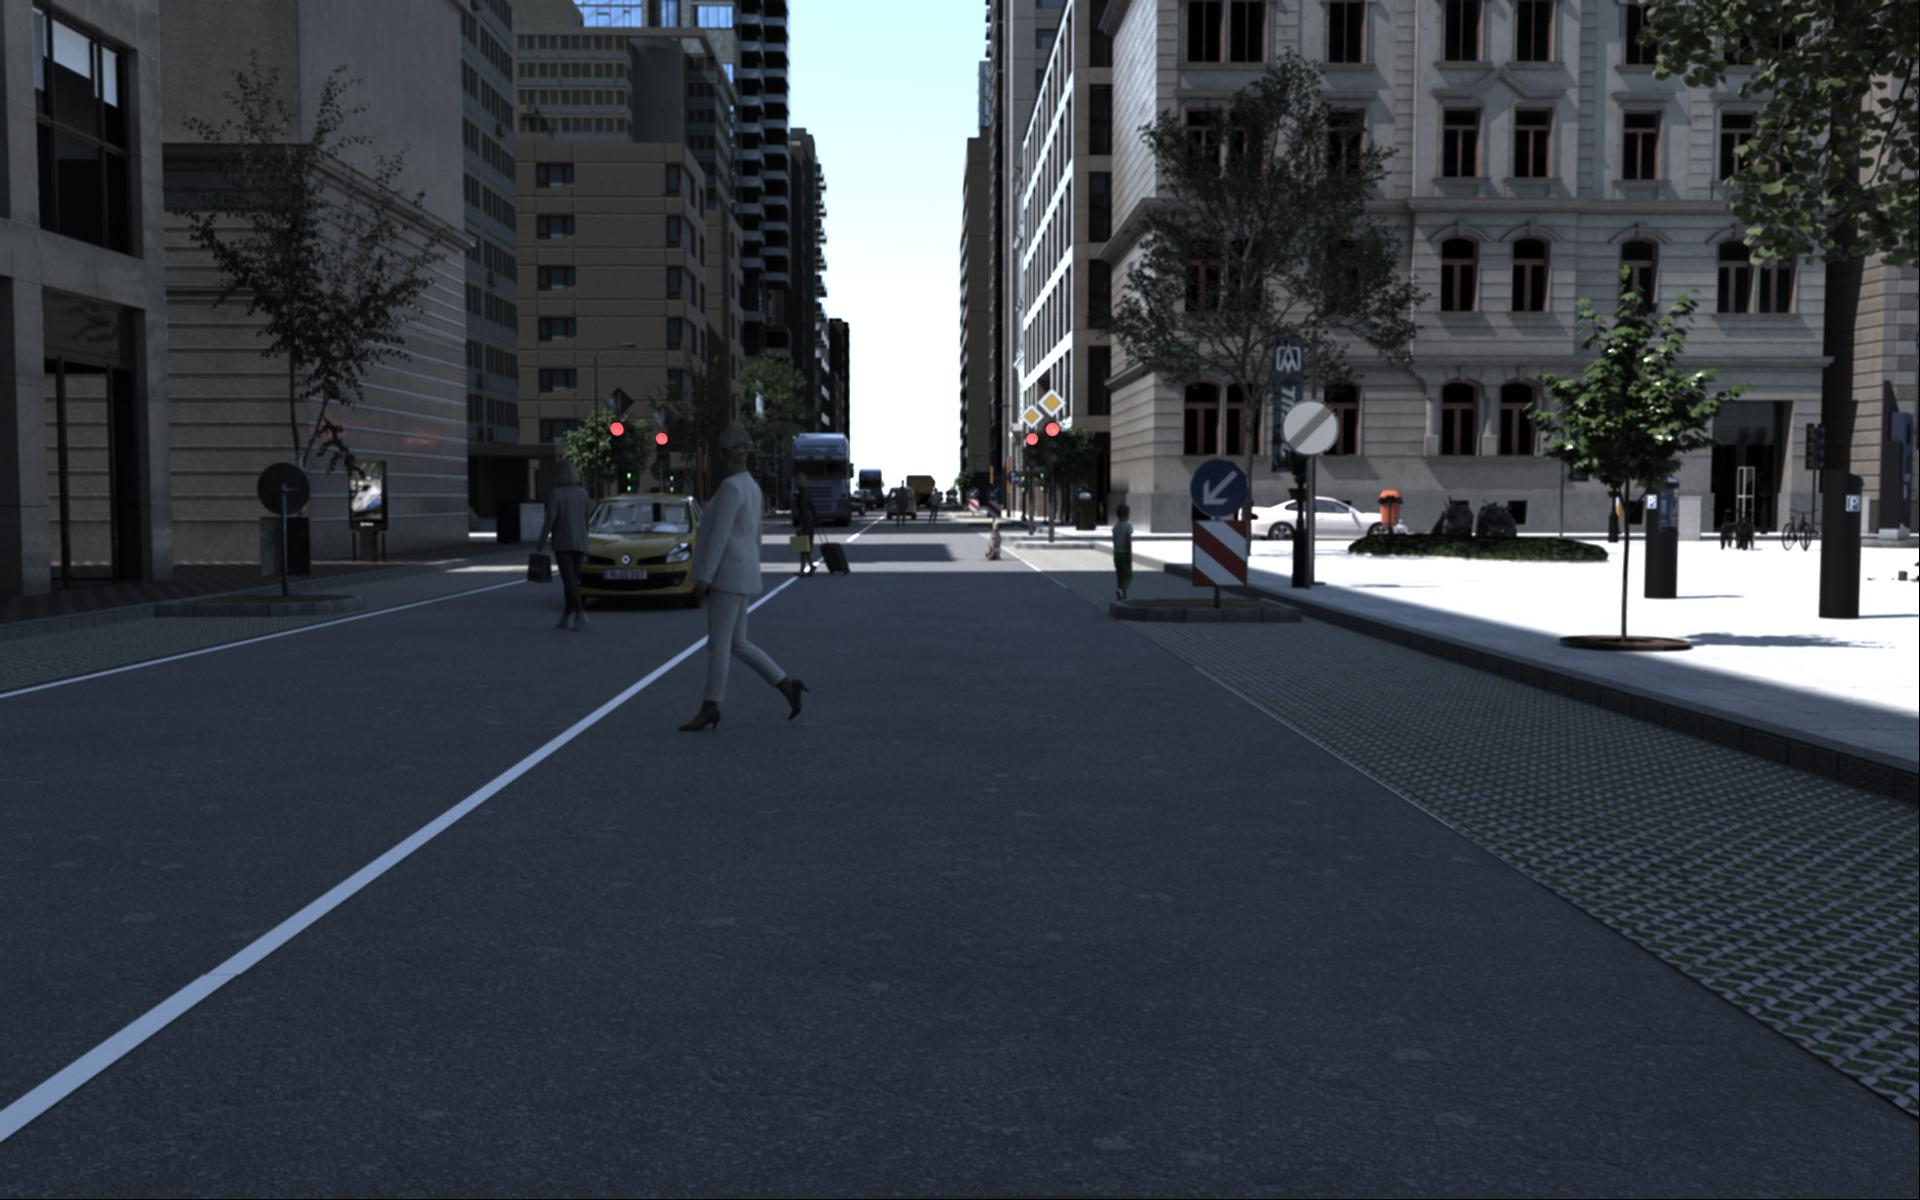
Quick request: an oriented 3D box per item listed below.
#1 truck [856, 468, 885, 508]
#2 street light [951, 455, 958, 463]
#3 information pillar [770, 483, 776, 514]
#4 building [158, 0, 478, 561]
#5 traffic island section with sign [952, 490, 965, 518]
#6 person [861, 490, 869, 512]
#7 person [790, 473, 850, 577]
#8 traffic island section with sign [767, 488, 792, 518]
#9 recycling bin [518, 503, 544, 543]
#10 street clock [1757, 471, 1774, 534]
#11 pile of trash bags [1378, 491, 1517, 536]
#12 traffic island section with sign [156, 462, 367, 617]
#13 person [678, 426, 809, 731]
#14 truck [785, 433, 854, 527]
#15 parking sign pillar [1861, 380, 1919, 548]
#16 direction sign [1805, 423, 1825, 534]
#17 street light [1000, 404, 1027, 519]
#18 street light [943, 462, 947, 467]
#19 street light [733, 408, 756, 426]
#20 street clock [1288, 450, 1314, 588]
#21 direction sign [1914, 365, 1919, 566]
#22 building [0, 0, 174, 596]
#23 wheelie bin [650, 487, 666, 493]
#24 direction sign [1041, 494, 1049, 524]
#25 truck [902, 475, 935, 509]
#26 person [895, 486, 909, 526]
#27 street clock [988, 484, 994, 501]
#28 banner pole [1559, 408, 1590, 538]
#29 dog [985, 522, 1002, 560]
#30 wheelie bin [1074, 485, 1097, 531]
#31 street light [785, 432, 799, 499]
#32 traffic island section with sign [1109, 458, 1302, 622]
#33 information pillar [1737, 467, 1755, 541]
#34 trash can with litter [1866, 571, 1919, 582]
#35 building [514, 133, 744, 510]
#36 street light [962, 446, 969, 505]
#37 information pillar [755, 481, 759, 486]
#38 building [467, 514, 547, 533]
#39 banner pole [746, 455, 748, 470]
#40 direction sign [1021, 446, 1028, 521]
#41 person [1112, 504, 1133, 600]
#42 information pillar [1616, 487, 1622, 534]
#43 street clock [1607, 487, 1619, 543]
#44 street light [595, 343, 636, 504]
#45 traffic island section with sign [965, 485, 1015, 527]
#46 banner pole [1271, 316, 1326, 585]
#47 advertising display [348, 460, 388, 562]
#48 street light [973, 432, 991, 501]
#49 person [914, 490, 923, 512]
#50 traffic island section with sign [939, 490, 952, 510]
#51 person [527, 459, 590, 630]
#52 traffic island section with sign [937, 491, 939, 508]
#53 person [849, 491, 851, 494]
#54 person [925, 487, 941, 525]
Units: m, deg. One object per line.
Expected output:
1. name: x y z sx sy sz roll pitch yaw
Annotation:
1. truck: -9.442 -12.020 186.290 2.967 4.110 18.799 0 4 -1
2. street light: -0.116 -14.253 205.571 1.470 5.913 1.316 0 4 -1
3. information pillar: -12.299 -6.691 113.894 0.304 2.012 0.304 -2 4 -31
4. building: -24.079 -11.998 37.965 24.055 21.916 13.314 0 4 -1
5. traffic island section with sign: 0.675 -5.786 103.230 1.989 1.847 2.006 0 4 -1
6. person: -7.709 -7.968 139.488 0.721 1.736 1.217 2 4 31
7. person: -2.484 -1.324 30.364 0.699 1.804 1.509 3 5 40
8. traffic island section with sign: -10.468 -5.806 103.552 1.989 1.847 2.006 0 4 -1
9. recycling bin: -11.539 -2.061 46.249 0.722 1.027 0.722 -2 4 -27
10. street clock: 25.558 -3.085 55.010 0.471 2.002 0.358 1 4 19
11. pile of trash bags: 12.408 -2.103 44.129 3.447 1.369 1.912 1 4 15
12. traffic island section with sign: -8.367 -0.759 21.033 1.989 1.847 2.006 0 4 -1
13. person: -1.318 -0.134 10.562 0.818 1.842 0.514 -1 4 -13
14. truck: -6.475 -5.684 82.692 2.967 4.110 18.799 0 4 -3
15. parking sign pillar: 22.471 -3.246 41.544 1.447 3.967 1.447 3 5 40
16. direction sign: 27.464 -3.895 55.673 0.876 3.537 0.379 -2 4 -27
17. street light: 2.754 -7.175 89.859 1.470 5.913 1.316 0 4 -1
18. street light: -1.272 -16.886 248.631 1.470 5.913 1.316 0 4 -1
19. street light: -11.643 -7.382 93.238 1.470 5.913 1.316 0 4 -1
20. street clock: 4.671 -1.174 23.763 0.358 2.002 0.471 0 4 2
21. direction sign: 17.209 -2.370 30.741 0.876 3.537 0.379 -2 4 -33
22. building: -21.014 -12.450 8.080 19.350 26.468 34.151 0 4 -1
23. wheelie bin: -13.888 -4.374 79.426 0.980 1.594 0.693 1 4 19
24. direction sign: 3.670 -5.050 74.560 0.876 3.537 0.379 0 4 5
25. truck: -4.073 -10.852 173.349 3.469 3.379 9.791 0 4 -3
26. person: -2.632 -4.263 78.304 0.635 1.810 0.391 0 4 -2
27. street clock: 2.190 -7.103 120.696 0.471 2.002 0.358 0 4 1
28. banner pole: 15.280 -3.255 43.232 0.863 3.779 0.401 1 4 21
29. dog: 0.630 -1.269 37.578 0.800 0.831 0.513 -2 4 -34
30. wheelie bin: 4.400 -3.239 60.870 0.693 1.594 0.980 -1 4 -20
31. street light: -12.540 -9.628 129.961 1.470 5.913 1.316 0 4 -1
32. traffic island section with sign: 2.776 -0.704 20.143 1.989 1.847 2.006 0 4 -1
33. information pillar: 21.360 -2.606 47.099 0.304 2.012 0.304 -1 4 -10
34. trash can with litter: 14.496 -0.867 25.231 2.233 1.210 1.678 3 5 43
35. building: -27.732 -15.572 99.645 27.650 21.520 28.899 0 4 -1
36. street light: 0.898 -11.831 165.982 1.470 5.913 1.316 0 4 -1
37. information pillar: -11.885 -5.879 100.617 0.304 2.012 0.304 1 4 11
38. building: -30.398 -22.797 64.614 32.217 40.220 23.993 0 4 -1
39. banner pole: -13.662 -7.394 110.905 0.401 3.779 0.863 -1 4 -14
40. direction sign: 3.071 -5.522 82.277 0.379 3.537 0.876 -1 4 -11
41. person: 2.094 -0.588 22.368 0.306 1.304 0.590 1 4 20
42. information pillar: 20.992 -3.901 55.136 0.183 3.616 0.504 2 4 32
43. street clock: 17.271 -2.518 45.735 0.471 2.002 0.358 -2 4 -34
44. street light: -10.688 -4.953 53.518 1.470 5.913 1.316 0 4 -1
45. traffic island section with sign: 1.356 -4.129 76.131 1.989 1.847 2.006 0 4 -1
46. banner pole: 4.776 -2.107 24.466 0.863 3.779 0.401 -1 4 -13
47. advertising display: -11.215 -1.689 32.824 0.974 1.923 0.123 2 4 32
48. street light: 1.730 -9.572 129.036 1.470 5.913 1.316 0 4 -1
49. person: -3.377 -8.143 142.174 0.750 1.759 0.617 -1 4 -21
50. traffic island section with sign: -0.626 -8.892 154.008 1.989 1.847 2.006 0 4 -1
51. person: -4.193 -0.588 18.305 0.728 1.800 0.709 3 5 44
52. traffic island section with sign: -1.309 -10.540 180.955 1.989 1.847 2.006 0 4 -1
53. person: -12.671 -11.681 199.452 1.348 1.831 0.705 1 4 21
54. person: -1.306 -4.418 81.411 0.731 1.740 0.598 -2 4 -26
